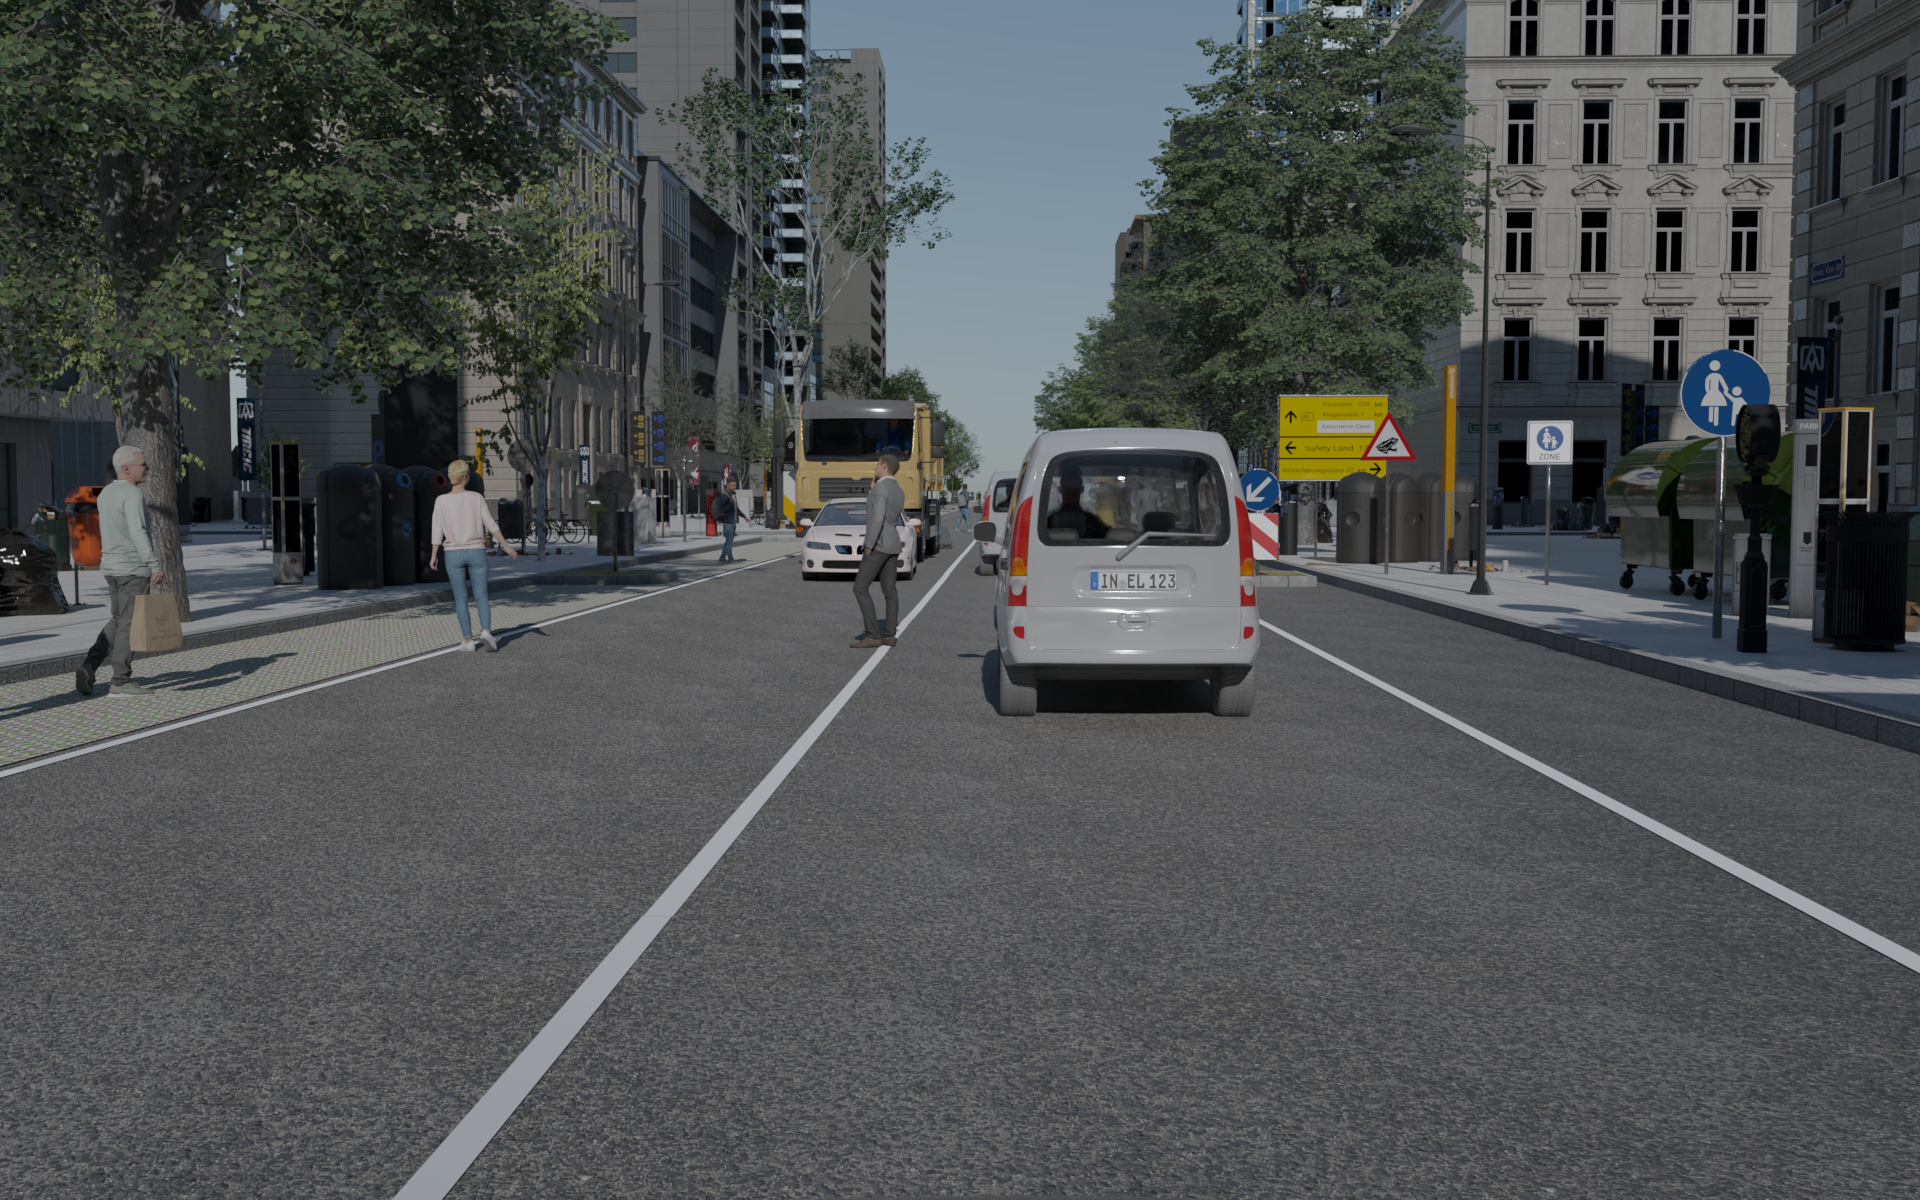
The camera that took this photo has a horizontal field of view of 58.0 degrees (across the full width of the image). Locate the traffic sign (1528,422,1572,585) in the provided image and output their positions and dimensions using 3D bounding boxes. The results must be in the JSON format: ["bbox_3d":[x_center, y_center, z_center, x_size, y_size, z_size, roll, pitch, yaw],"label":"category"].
[{"bbox_3d":[8.255,-1.356,24.304,0.606,2.300,0.079,1,4,11],"label":"traffic sign"}]

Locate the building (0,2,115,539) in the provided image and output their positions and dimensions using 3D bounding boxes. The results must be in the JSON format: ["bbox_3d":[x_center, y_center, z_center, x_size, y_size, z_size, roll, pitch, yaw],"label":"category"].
[{"bbox_3d":[-25.683,-16.018,33.599,14.107,30.474,14.160,0,4,2],"label":"building"}]

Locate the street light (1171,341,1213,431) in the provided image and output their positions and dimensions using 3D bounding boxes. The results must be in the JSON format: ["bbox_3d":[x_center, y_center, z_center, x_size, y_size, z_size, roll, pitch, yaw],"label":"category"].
[{"bbox_3d":[7.044,-4.876,52.270,1.470,5.913,1.316,0,4,2],"label":"street light"}]

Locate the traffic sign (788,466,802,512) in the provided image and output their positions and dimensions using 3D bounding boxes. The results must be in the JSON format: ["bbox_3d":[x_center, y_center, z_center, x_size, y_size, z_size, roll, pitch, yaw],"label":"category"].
[{"bbox_3d":[-4.839,-3.001,52.714,0.795,2.450,0.064,0,4,2],"label":"traffic sign"}]

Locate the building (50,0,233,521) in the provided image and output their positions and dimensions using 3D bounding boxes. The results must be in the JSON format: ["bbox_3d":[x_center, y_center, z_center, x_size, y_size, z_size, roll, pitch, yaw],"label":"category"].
[{"bbox_3d":[-45.474,-15.892,77.855,19.932,24.808,12.078,0,4,2],"label":"building"}]

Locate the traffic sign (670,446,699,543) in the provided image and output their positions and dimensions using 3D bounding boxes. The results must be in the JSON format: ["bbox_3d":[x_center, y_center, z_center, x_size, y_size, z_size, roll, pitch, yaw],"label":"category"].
[{"bbox_3d":[-7.290,-2.795,45.800,0.768,2.556,0.104,1,4,9],"label":"traffic sign"}]

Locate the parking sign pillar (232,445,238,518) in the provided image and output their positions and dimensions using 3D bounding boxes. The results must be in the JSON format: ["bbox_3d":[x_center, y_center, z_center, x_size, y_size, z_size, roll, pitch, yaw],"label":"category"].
[{"bbox_3d":[-40.104,-6.525,95.163,1.447,3.967,1.447,0,4,2],"label":"parking sign pillar"}]

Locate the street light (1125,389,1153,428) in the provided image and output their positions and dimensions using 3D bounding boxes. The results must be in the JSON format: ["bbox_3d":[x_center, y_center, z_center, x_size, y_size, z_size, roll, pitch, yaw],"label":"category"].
[{"bbox_3d":[7.825,-6.289,75.358,1.470,5.913,1.316,0,4,2],"label":"street light"}]

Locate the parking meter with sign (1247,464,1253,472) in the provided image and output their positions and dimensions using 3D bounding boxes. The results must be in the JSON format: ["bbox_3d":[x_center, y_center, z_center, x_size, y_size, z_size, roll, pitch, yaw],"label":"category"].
[{"bbox_3d":[17.265,-6.272,98.804,1.738,3.016,0.543,3,4,36],"label":"parking meter with sign"}]

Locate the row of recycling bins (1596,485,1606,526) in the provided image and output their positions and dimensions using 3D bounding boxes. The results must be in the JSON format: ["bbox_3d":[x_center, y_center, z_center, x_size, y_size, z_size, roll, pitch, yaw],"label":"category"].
[{"bbox_3d":[26.245,-3.716,67.868,1.069,1.692,3.534,-1,4,-19],"label":"row of recycling bins"}]

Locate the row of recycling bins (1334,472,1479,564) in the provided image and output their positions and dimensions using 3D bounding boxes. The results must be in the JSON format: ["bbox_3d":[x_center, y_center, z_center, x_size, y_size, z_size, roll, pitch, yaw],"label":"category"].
[{"bbox_3d":[8.561,-1.572,32.809,3.534,1.692,1.069,-2,4,-35],"label":"row of recycling bins"}]

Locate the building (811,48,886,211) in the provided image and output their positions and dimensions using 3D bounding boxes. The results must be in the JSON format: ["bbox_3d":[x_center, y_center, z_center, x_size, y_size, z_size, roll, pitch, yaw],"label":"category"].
[{"bbox_3d":[-20.412,-51.702,283.572,20.563,71.187,20.611,0,4,2],"label":"building"}]

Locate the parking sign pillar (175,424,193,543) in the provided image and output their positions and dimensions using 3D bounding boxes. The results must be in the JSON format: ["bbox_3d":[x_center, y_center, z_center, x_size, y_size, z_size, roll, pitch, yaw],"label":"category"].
[{"bbox_3d":[-21.153,-3.508,45.834,1.447,3.967,1.447,3,5,43],"label":"parking sign pillar"}]

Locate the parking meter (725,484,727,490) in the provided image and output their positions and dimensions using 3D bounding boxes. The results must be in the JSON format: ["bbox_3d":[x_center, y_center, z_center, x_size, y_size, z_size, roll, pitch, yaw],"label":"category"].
[{"bbox_3d":[-13.113,-5.661,98.270,0.255,1.863,0.399,-3,5,-40],"label":"parking meter"}]

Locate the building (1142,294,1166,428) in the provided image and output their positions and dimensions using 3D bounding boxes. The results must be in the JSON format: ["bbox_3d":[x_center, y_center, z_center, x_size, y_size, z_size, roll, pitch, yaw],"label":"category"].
[{"bbox_3d":[31.810,-28.804,242.638,14.160,30.474,14.107,0,4,2],"label":"building"}]

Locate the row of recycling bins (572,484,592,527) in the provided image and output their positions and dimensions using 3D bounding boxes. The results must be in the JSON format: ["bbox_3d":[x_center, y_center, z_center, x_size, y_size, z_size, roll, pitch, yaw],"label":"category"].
[{"bbox_3d":[-15.122,-3.828,69.702,1.069,1.692,3.534,-1,4,-13],"label":"row of recycling bins"}]

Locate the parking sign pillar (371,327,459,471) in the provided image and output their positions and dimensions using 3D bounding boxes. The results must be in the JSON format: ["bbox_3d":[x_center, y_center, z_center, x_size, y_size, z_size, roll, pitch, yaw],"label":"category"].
[{"bbox_3d":[-8.677,-2.393,27.600,1.447,3.967,1.447,3,5,42],"label":"parking sign pillar"}]

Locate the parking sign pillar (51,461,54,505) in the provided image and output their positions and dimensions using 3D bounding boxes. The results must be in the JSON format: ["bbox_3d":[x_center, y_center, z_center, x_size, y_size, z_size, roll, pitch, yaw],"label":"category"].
[{"bbox_3d":[-57.576,-7.284,107.570,1.447,3.967,1.447,1,4,23],"label":"parking sign pillar"}]

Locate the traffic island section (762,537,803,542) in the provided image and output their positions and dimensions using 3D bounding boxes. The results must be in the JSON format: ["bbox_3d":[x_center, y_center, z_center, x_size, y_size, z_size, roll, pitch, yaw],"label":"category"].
[{"bbox_3d":[-4.863,-1.865,52.777,2.009,0.180,2.903,0,4,2],"label":"traffic island section"}]

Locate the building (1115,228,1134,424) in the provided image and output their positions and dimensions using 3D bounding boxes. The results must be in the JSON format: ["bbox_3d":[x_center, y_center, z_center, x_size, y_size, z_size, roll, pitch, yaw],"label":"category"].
[{"bbox_3d":[32.861,-38.918,286.415,14.600,45.320,14.200,0,4,2],"label":"building"}]

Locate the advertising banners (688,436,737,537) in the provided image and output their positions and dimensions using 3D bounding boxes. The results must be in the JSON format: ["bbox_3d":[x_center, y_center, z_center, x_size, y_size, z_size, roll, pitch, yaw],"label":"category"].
[{"bbox_3d":[-7.464,-3.418,52.070,2.074,3.025,0.090,3,5,40],"label":"advertising banners"}]

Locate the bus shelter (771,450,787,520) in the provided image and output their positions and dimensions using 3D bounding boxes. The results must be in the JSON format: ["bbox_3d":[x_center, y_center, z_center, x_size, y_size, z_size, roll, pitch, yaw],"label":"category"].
[{"bbox_3d":[-8.351,-5.929,88.215,1.731,3.624,6.357,0,4,2],"label":"bus shelter"}]

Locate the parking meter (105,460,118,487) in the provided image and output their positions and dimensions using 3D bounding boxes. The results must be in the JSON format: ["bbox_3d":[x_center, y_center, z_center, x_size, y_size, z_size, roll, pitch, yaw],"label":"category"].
[{"bbox_3d":[-12.631,-1.248,26.113,0.399,1.863,0.255,0,4,-3],"label":"parking meter"}]

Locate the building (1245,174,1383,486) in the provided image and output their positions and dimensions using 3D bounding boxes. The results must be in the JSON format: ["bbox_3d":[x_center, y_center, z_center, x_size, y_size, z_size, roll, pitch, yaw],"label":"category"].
[{"bbox_3d":[26.571,-18.077,124.445,11.050,23.489,19.941,0,4,2],"label":"building"}]

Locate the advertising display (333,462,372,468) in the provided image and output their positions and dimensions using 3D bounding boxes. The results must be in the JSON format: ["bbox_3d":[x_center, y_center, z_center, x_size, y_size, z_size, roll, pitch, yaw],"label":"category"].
[{"bbox_3d":[-12.211,-1.832,35.162,0.974,1.923,0.123,0,4,1],"label":"advertising display"}]

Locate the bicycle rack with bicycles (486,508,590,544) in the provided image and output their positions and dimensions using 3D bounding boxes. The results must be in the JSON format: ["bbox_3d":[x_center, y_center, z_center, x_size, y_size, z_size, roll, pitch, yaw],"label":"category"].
[{"bbox_3d":[-10.917,-1.948,45.240,2.925,0.926,2.852,2,4,27],"label":"bicycle rack with bicycles"}]

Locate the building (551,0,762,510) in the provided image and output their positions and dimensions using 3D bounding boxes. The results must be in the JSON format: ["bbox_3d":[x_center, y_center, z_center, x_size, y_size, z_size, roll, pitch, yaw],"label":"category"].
[{"bbox_3d":[-25.274,-43.256,145.493,20.563,71.187,20.611,0,4,2],"label":"building"}]

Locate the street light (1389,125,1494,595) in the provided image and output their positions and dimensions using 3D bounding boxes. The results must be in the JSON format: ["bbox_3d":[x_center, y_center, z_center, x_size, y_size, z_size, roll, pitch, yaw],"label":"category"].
[{"bbox_3d":[6.110,-3.023,21.974,1.470,5.913,1.316,0,4,2],"label":"street light"}]

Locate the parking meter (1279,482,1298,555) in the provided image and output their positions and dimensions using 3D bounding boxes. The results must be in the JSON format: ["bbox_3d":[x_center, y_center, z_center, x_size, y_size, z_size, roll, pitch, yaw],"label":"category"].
[{"bbox_3d":[6.900,-1.708,36.341,0.372,1.533,0.369,0,3,0],"label":"parking meter"}]

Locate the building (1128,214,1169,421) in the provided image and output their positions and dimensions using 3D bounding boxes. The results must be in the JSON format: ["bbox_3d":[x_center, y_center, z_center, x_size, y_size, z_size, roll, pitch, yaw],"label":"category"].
[{"bbox_3d":[36.977,-37.306,264.580,22.147,44.769,28.867,0,4,2],"label":"building"}]

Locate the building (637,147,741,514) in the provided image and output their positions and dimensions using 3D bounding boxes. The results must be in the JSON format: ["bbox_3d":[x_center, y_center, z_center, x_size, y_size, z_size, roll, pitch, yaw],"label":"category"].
[{"bbox_3d":[-23.455,-17.878,111.373,14.314,24.678,30.058,0,4,2],"label":"building"}]

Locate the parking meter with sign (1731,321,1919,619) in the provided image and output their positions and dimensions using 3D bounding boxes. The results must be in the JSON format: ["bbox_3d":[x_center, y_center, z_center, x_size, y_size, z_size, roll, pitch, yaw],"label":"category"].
[{"bbox_3d":[8.933,-1.319,17.828,1.738,3.016,0.543,2,4,27],"label":"parking meter with sign"}]

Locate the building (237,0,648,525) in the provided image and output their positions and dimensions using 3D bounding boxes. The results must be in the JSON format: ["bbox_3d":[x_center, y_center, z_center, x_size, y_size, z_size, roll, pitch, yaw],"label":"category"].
[{"bbox_3d":[-23.723,-17.523,83.757,12.463,27.353,25.104,0,4,2],"label":"building"}]

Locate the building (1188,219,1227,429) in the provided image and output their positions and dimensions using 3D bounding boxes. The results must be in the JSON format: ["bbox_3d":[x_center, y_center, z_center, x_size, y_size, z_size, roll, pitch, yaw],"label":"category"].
[{"bbox_3d":[30.319,-24.867,178.275,14.160,30.474,14.107,0,4,2],"label":"building"}]

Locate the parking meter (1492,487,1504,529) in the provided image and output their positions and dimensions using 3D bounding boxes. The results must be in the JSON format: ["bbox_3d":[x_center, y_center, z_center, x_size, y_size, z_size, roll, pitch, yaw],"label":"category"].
[{"bbox_3d":[19.534,-3.332,62.888,0.372,1.533,0.369,0,3,0],"label":"parking meter"}]

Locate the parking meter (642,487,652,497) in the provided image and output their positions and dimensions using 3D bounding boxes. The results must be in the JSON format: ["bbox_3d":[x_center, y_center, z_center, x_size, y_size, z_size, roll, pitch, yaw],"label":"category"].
[{"bbox_3d":[-11.759,-3.467,65.097,0.372,1.533,0.369,0,3,0],"label":"parking meter"}]

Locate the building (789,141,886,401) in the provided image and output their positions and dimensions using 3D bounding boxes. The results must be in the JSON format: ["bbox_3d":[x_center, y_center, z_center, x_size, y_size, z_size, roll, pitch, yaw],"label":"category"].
[{"bbox_3d":[-22.223,-37.760,241.077,21.300,48.544,21.600,0,4,2],"label":"building"}]

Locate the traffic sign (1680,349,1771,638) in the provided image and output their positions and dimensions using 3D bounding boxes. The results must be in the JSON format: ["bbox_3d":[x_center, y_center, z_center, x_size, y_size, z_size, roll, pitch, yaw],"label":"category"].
[{"bbox_3d":[6.738,-0.932,15.340,0.768,2.556,0.104,0,4,6],"label":"traffic sign"}]

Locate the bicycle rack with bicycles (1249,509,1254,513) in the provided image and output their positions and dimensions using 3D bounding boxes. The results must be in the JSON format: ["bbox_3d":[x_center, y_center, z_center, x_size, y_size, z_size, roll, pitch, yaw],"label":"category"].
[{"bbox_3d":[17.007,-4.753,91.097,2.852,0.926,2.925,-2,4,-32],"label":"bicycle rack with bicycles"}]

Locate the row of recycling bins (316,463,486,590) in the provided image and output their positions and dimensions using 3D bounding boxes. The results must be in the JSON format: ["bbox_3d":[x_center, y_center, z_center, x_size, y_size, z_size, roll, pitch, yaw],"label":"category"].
[{"bbox_3d":[-7.967,-1.079,24.748,1.069,1.692,3.534,1,4,15],"label":"row of recycling bins"}]

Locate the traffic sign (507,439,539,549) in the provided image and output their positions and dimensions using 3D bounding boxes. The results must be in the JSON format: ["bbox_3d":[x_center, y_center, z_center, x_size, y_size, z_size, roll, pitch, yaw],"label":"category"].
[{"bbox_3d":[-10.158,-2.457,40.284,0.768,2.556,0.104,0,4,6],"label":"traffic sign"}]

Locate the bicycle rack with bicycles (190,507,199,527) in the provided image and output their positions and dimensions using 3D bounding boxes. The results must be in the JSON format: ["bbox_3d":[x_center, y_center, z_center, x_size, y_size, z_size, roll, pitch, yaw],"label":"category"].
[{"bbox_3d":[-31.761,-3.351,68.172,2.925,0.926,2.852,3,5,40],"label":"bicycle rack with bicycles"}]

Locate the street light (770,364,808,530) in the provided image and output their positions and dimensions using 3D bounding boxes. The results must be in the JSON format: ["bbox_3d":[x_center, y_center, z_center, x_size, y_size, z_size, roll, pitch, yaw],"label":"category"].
[{"bbox_3d":[-6.129,-5.485,62.216,1.470,5.913,1.316,0,4,2],"label":"street light"}]

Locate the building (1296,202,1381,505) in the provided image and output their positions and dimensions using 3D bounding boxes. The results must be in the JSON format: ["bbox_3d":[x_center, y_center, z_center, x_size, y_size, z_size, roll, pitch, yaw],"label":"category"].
[{"bbox_3d":[25.949,-14.702,105.011,10.561,19.102,19.286,0,4,2],"label":"building"}]

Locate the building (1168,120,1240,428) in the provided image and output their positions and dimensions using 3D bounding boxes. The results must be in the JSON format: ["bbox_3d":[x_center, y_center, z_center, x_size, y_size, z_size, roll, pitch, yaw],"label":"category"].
[{"bbox_3d":[30.077,-31.124,192.473,14.154,41.232,14.086,0,4,2],"label":"building"}]

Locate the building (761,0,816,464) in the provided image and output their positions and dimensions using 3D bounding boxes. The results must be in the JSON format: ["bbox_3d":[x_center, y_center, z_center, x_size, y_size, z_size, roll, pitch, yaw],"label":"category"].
[{"bbox_3d":[-25.375,-52.529,171.512,22.319,86.520,31.000,0,4,2],"label":"building"}]

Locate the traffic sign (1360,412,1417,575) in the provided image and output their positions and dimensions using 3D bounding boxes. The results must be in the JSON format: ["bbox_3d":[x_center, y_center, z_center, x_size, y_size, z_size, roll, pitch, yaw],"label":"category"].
[{"bbox_3d":[6.797,-1.684,27.539,0.884,2.594,0.081,0,4,3],"label":"traffic sign"}]

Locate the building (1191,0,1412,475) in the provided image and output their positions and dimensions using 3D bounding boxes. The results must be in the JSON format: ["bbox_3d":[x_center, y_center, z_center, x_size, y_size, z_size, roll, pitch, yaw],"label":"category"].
[{"bbox_3d":[33.181,-51.454,153.952,22.319,86.520,31.000,0,4,2],"label":"building"}]

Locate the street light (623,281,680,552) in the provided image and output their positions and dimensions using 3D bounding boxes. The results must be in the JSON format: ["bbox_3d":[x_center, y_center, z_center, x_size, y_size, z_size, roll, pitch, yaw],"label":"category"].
[{"bbox_3d":[-6.782,-3.995,37.858,1.470,5.913,1.316,0,4,2],"label":"street light"}]

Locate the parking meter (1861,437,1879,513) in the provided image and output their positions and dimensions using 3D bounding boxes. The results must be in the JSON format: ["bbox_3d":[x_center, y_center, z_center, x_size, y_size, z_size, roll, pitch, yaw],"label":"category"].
[{"bbox_3d":[7.866,-0.588,15.329,0.399,1.863,0.255,0,4,-8],"label":"parking meter"}]

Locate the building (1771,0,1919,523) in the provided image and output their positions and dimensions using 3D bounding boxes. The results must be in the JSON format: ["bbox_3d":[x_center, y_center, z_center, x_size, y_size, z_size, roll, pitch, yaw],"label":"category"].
[{"bbox_3d":[24.446,-14.084,27.540,12.463,27.353,25.104,0,4,2],"label":"building"}]

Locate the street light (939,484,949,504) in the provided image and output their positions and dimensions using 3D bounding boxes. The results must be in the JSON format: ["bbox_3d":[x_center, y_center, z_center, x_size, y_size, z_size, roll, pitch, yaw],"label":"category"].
[{"bbox_3d":[-1.795,-13.722,196.902,1.470,5.913,1.316,0,4,2],"label":"street light"}]

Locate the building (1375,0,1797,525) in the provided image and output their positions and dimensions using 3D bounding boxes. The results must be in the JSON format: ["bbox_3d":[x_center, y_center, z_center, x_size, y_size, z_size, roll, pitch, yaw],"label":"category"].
[{"bbox_3d":[42.060,-18.400,77.259,44.131,29.872,17.030,0,4,2],"label":"building"}]

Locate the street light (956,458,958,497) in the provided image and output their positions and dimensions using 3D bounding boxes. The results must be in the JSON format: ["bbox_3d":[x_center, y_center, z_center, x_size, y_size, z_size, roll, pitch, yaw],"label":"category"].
[{"bbox_3d":[-1.010,-15.174,220.632,1.470,5.913,1.316,0,4,2],"label":"street light"}]

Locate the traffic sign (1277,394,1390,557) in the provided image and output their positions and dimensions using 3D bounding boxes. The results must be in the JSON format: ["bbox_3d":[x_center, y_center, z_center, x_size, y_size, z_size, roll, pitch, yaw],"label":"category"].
[{"bbox_3d":[7.605,-2.537,35.347,2.265,3.308,0.079,0,4,4],"label":"traffic sign"}]
